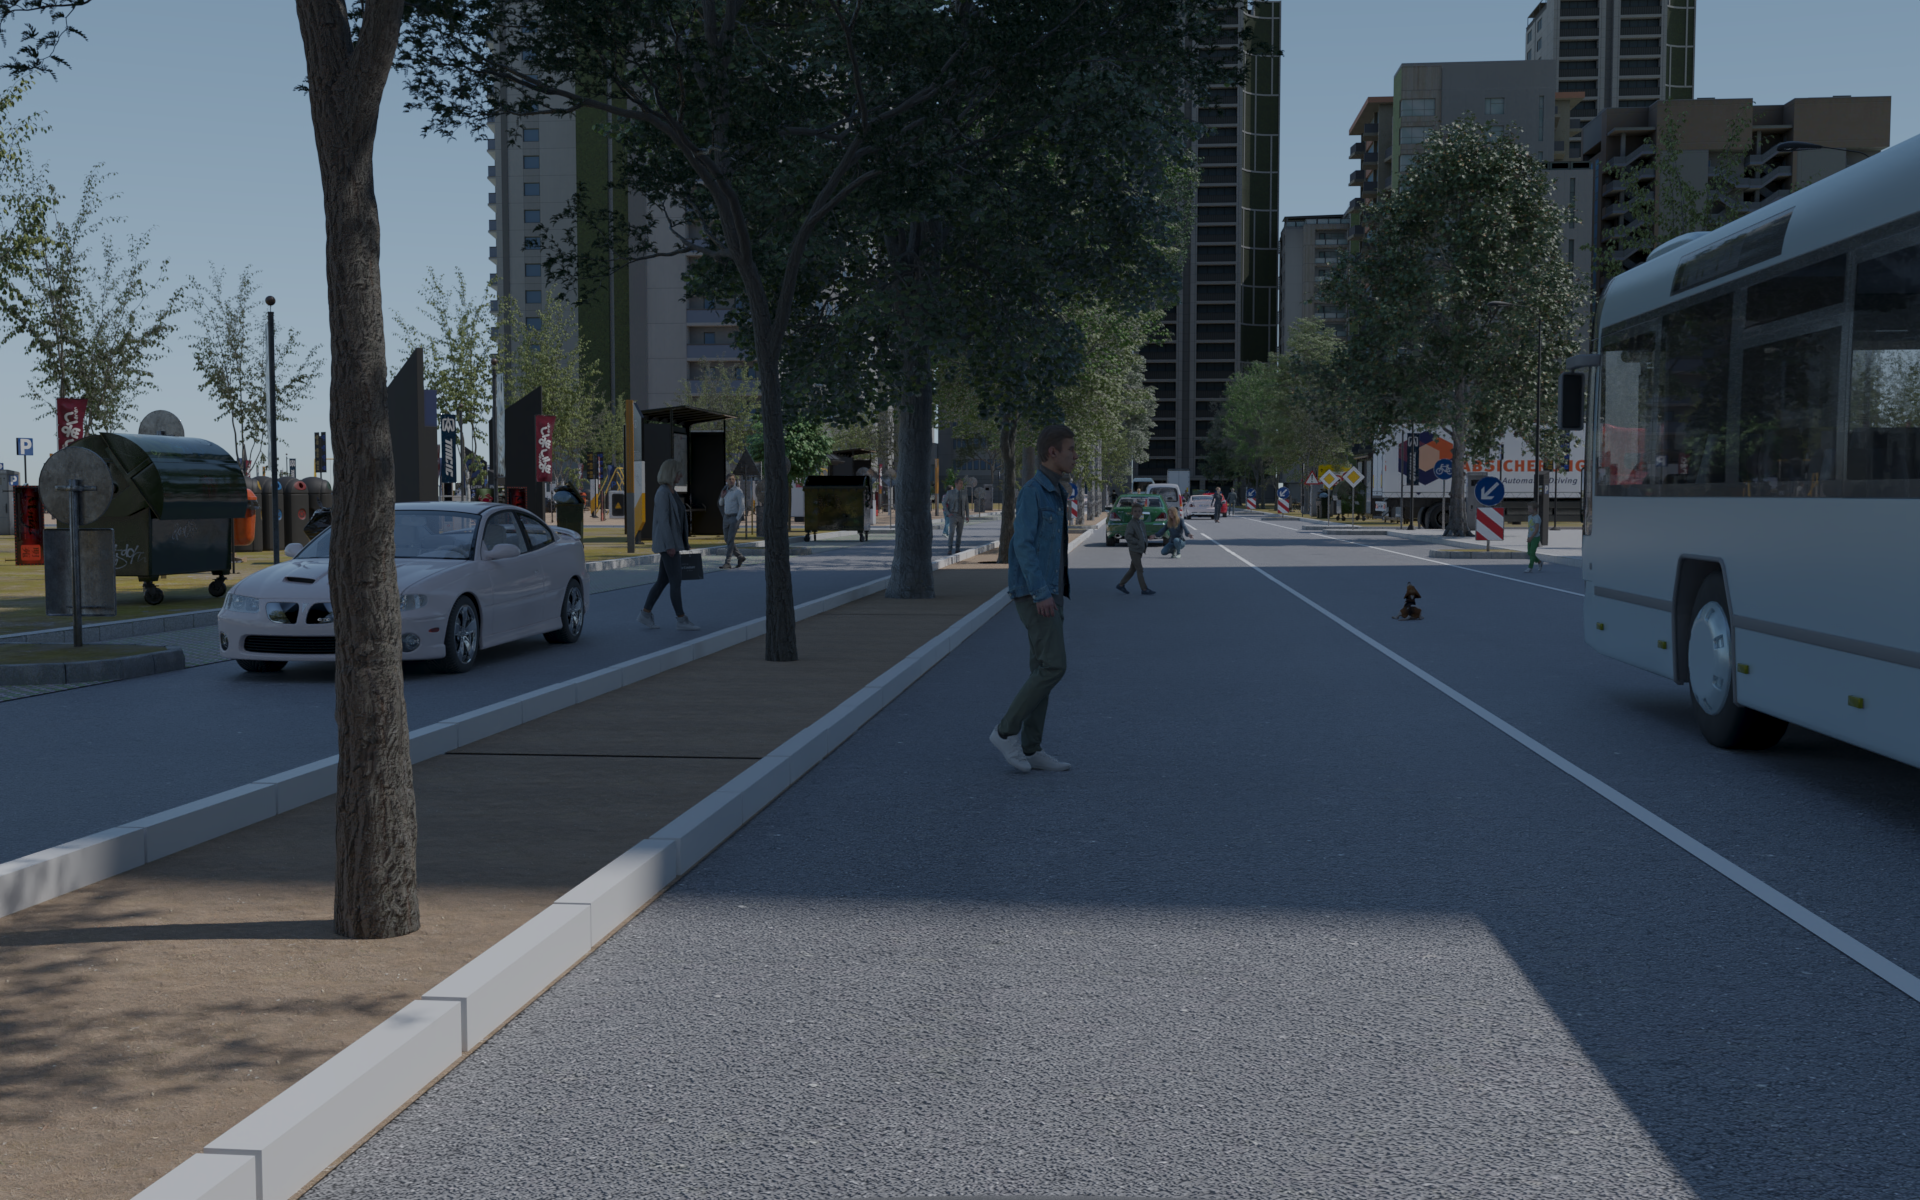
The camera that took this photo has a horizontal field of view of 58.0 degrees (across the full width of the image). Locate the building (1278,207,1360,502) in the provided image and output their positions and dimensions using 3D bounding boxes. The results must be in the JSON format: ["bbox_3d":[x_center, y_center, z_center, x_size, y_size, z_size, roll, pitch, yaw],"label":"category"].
[{"bbox_3d":[52.728,-34.413,246.238,14.086,41.232,14.154,0,4,6],"label":"building"}]

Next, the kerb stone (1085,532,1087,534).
[{"bbox_3d":[3.806,-1.934,53.819,0.120,0.150,1.000,0,4,6],"label":"kerb stone"}]

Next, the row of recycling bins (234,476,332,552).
[{"bbox_3d":[-15.646,-1.990,39.650,1.069,1.692,3.534,1,4,13],"label":"row of recycling bins"}]

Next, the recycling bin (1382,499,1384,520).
[{"bbox_3d":[21.071,-4.395,84.406,0.722,1.027,0.722,-2,4,-27],"label":"recycling bin"}]

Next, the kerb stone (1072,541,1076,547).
[{"bbox_3d":[2.853,-1.370,44.643,0.120,0.150,1.000,0,4,6],"label":"kerb stone"}]

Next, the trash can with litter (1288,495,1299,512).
[{"bbox_3d":[23.196,-6.836,122.824,1.678,1.210,2.233,1,4,22],"label":"trash can with litter"}]

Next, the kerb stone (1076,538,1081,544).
[{"bbox_3d":[3.177,-1.558,47.701,0.120,0.150,1.000,0,4,6],"label":"kerb stone"}]

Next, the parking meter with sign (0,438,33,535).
[{"bbox_3d":[-29.717,-3.529,53.961,1.738,3.016,0.543,1,4,21],"label":"parking meter with sign"}]

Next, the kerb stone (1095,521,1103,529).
[{"bbox_3d":[6.094,-3.281,75.837,0.120,0.150,1.000,0,4,6],"label":"kerb stone"}]

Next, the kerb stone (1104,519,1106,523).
[{"bbox_3d":[6.624,-3.590,80.926,0.120,0.150,1.000,0,4,6],"label":"kerb stone"}]

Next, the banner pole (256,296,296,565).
[{"bbox_3d":[-8.806,-1.966,22.154,0.401,3.779,0.863,-2,4,-28],"label":"banner pole"}]

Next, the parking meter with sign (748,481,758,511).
[{"bbox_3d":[-15.569,-8.217,130.600,0.543,3.016,1.738,1,4,9],"label":"parking meter with sign"}]

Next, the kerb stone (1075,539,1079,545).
[{"bbox_3d":[3.074,-1.498,46.681,0.120,0.150,1.000,0,4,6],"label":"kerb stone"}]

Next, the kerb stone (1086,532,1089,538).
[{"bbox_3d":[3.922,-1.995,54.835,0.120,0.150,1.000,0,4,6],"label":"kerb stone"}]

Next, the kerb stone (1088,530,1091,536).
[{"bbox_3d":[4.130,-2.121,56.877,0.120,0.150,1.000,0,4,6],"label":"kerb stone"}]

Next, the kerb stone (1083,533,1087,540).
[{"bbox_3d":[3.710,-1.872,52.802,0.120,0.150,1.000,0,4,6],"label":"kerb stone"}]

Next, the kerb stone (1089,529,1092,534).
[{"bbox_3d":[4.342,-2.246,58.910,0.120,0.150,1.000,0,4,6],"label":"kerb stone"}]

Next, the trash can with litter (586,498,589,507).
[{"bbox_3d":[-29.085,-7.511,134.184,0.624,1.170,1.055,1,4,13],"label":"trash can with litter"}]

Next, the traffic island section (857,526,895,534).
[{"bbox_3d":[-2.563,-2.523,63.529,2.009,0.180,2.903,0,4,6],"label":"traffic island section"}]

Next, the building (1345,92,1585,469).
[{"bbox_3d":[53.957,-32.639,188.279,22.147,44.769,28.867,0,4,6],"label":"building"}]

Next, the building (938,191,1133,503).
[{"bbox_3d":[11.184,-43.479,252.881,28.212,58.520,21.231,0,4,6],"label":"building"}]

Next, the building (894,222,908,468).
[{"bbox_3d":[-15.053,-46.531,199.038,20.611,71.187,20.563,0,4,6],"label":"building"}]

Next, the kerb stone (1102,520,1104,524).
[{"bbox_3d":[6.300,-3.405,77.874,0.120,0.150,1.000,0,4,6],"label":"kerb stone"}]

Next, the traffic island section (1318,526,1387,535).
[{"bbox_3d":[14.039,-2.418,61.807,2.009,0.180,2.903,0,4,6],"label":"traffic island section"}]

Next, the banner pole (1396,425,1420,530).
[{"bbox_3d":[16.148,-4.426,62.375,0.863,3.779,0.401,0,4,-6],"label":"banner pole"}]

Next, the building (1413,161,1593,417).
[{"bbox_3d":[46.995,-23.350,153.466,14.160,30.474,14.107,0,4,6],"label":"building"}]

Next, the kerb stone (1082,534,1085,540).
[{"bbox_3d":[3.599,-1.810,51.786,0.120,0.150,1.000,0,4,6],"label":"kerb stone"}]

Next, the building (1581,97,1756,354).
[{"bbox_3d":[77.961,-33.220,193.253,14.200,45.320,14.600,0,4,6],"label":"building"}]

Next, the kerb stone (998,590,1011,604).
[{"bbox_3d":[0.531,0.001,22.236,0.120,0.150,1.000,0,4,6],"label":"kerb stone"}]

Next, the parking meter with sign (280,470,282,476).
[{"bbox_3d":[-48.214,-7.898,125.396,1.738,3.016,0.543,-1,4,-9],"label":"parking meter with sign"}]

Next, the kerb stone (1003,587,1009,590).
[{"bbox_3d":[0.638,-0.063,23.252,0.120,0.150,1.000,0,4,6],"label":"kerb stone"}]

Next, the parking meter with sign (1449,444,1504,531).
[{"bbox_3d":[18.082,-3.940,60.674,1.738,3.016,0.543,0,4,8],"label":"parking meter with sign"}]

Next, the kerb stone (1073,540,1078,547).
[{"bbox_3d":[2.966,-1.435,45.664,0.120,0.150,1.000,0,4,6],"label":"kerb stone"}]

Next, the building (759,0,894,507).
[{"bbox_3d":[-18.617,-37.911,161.844,21.231,58.520,28.212,0,4,6],"label":"building"}]

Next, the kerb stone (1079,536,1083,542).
[{"bbox_3d":[3.388,-1.685,49.740,0.120,0.150,1.000,0,4,6],"label":"kerb stone"}]

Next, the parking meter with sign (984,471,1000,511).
[{"bbox_3d":[2.175,-8.374,133.172,1.738,3.016,0.543,0,4,5],"label":"parking meter with sign"}]

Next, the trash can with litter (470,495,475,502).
[{"bbox_3d":[-24.294,-4.667,87.368,2.233,1.210,1.678,-1,4,-14],"label":"trash can with litter"}]

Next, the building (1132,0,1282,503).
[{"bbox_3d":[35.433,-49.629,249.680,20.611,71.187,20.563,0,4,6],"label":"building"}]

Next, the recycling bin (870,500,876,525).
[{"bbox_3d":[-3.888,-3.615,71.663,0.722,1.027,0.722,0,4,6],"label":"recycling bin"}]

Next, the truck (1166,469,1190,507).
[{"bbox_3d":[24.868,-12.747,197.328,2.839,4.237,11.283,0,4,7],"label":"truck"}]

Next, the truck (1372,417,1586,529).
[{"bbox_3d":[21.250,-4.627,64.568,11.283,4.237,2.839,0,4,5],"label":"truck"}]

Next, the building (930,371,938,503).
[{"bbox_3d":[-16.080,-41.036,260.173,27.495,52.752,28.713,0,4,6],"label":"building"}]

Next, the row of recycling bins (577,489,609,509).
[{"bbox_3d":[-31.787,-8.725,149.769,3.534,1.692,1.069,1,4,17],"label":"row of recycling bins"}]

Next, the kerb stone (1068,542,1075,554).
[{"bbox_3d":[2.755,-1.305,43.626,0.120,0.150,1.000,0,4,6],"label":"kerb stone"}]

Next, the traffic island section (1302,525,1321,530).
[{"bbox_3d":[14.863,-2.903,69.749,2.009,0.180,2.903,0,4,6],"label":"traffic island section"}]

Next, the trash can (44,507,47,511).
[{"bbox_3d":[-60.846,-6.356,115.580,0.748,1.137,0.748,0,3,0],"label":"trash can"}]

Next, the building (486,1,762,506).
[{"bbox_3d":[-39.476,-40.410,202.700,28.212,58.520,21.231,0,4,6],"label":"building"}]

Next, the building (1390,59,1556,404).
[{"bbox_3d":[48.515,-29.591,167.399,14.154,41.232,14.086,0,4,6],"label":"building"}]

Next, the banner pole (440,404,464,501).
[{"bbox_3d":[-13.971,-3.538,47.863,0.401,3.779,0.863,3,5,44],"label":"banner pole"}]

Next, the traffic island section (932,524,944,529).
[{"bbox_3d":[-1.739,-3.009,71.471,2.009,0.180,2.903,0,4,6],"label":"traffic island section"}]

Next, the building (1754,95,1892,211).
[{"bbox_3d":[92.133,-33.159,192.256,14.200,45.320,14.600,0,4,6],"label":"building"}]

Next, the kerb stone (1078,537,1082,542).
[{"bbox_3d":[3.283,-1.618,48.721,0.120,0.150,1.000,0,4,6],"label":"kerb stone"}]

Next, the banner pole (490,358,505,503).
[{"bbox_3d":[-8.469,-2.556,31.812,0.401,3.779,0.863,-2,4,-30],"label":"banner pole"}]

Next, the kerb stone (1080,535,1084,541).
[{"bbox_3d":[3.494,-1.742,50.765,0.120,0.150,1.000,0,4,6],"label":"kerb stone"}]

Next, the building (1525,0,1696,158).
[{"bbox_3d":[91.893,-49.310,244.473,20.611,71.187,20.563,0,4,6],"label":"building"}]

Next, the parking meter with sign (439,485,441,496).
[{"bbox_3d":[-44.148,-9.278,147.952,1.738,3.016,0.543,-1,4,-17],"label":"parking meter with sign"}]
